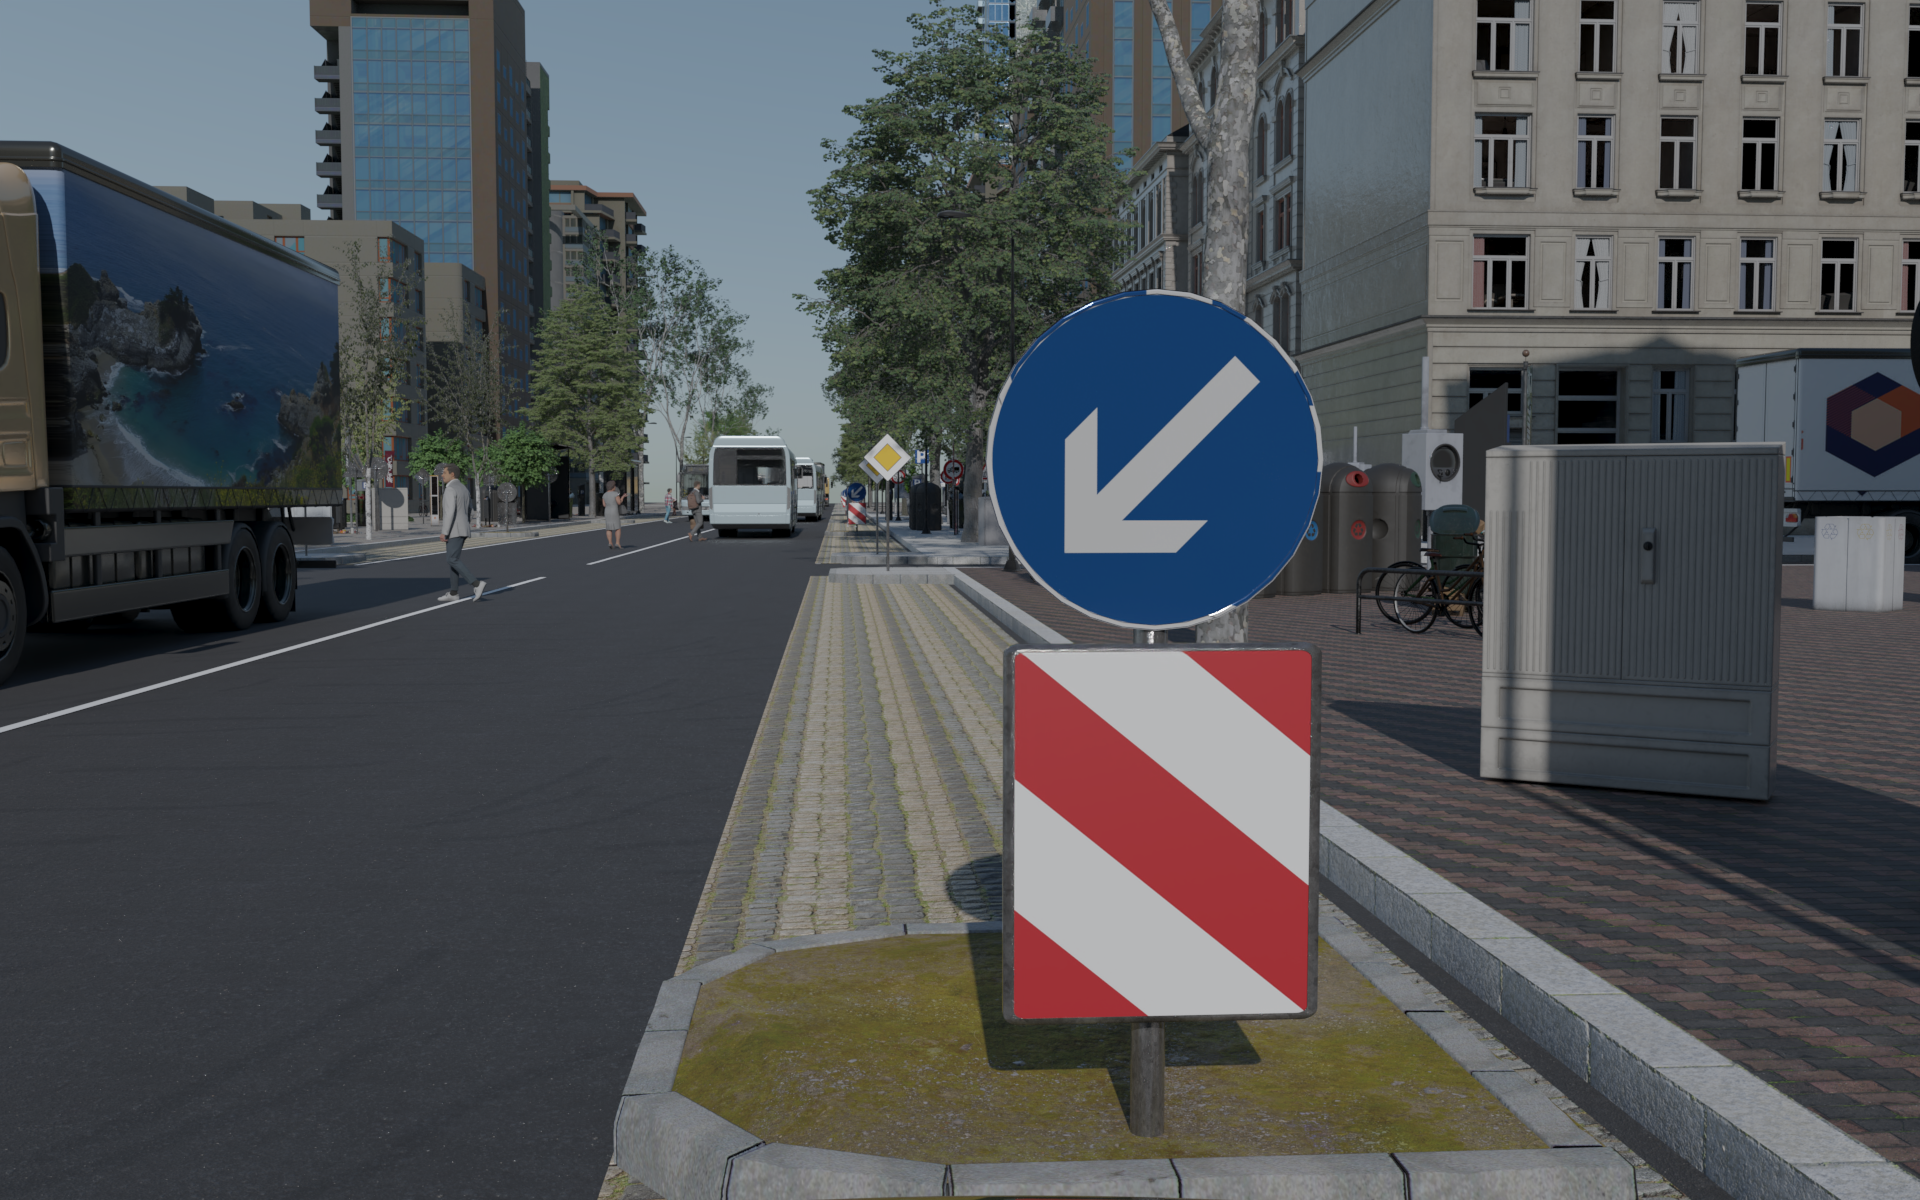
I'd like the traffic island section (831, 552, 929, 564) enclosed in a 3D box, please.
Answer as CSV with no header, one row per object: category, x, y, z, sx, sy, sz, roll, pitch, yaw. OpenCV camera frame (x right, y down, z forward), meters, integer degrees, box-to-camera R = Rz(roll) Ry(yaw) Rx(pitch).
traffic island section,-1.736,-0.888,36.802,2.009,0.180,2.903,0,4,-4

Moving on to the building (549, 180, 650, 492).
building,-55.922,-36.047,243.986,22.147,44.769,28.867,0,4,-4

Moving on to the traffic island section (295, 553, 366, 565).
traffic island section,-13.599,-0.838,35.979,2.009,0.180,2.903,0,4,-4

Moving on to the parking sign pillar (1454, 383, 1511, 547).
parking sign pillar,12.809,-3.304,42.490,1.447,3.967,1.447,3,5,40

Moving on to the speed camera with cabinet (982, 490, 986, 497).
speed camera with cabinet,1.319,-4.441,66.951,2.038,3.252,0.660,3,4,37

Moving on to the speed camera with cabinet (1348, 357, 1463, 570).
speed camera with cabinet,6.163,-1.850,24.583,2.038,3.252,0.660,-2,4,-25

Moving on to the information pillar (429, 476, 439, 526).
information pillar,-20.881,-3.932,68.776,0.304,2.012,0.304,-2,4,-25

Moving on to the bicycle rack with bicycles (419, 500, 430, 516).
bicycle rack with bicycles,-29.583,-5.249,99.207,2.852,0.926,2.925,-2,4,-28

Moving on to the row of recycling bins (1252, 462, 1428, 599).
row of recycling bins,4.580,-0.934,22.385,3.534,1.692,1.069,-2,4,-35

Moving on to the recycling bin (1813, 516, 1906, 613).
recycling bin,9.956,-0.405,19.183,0.722,1.027,0.722,-3,5,-43

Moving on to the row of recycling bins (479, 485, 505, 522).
row of recycling bins,-22.143,-4.552,81.535,1.069,1.692,3.534,-1,4,-23

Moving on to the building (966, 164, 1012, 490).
building,12.196,-34.971,226.395,22.147,44.769,28.867,0,4,-4

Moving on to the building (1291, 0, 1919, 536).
building,27.850,-13.888,60.360,30.059,22.955,16.112,0,4,-4

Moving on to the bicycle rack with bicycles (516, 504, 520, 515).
bicycle rack with bicycles,-22.152,-4.712,90.423,2.925,0.926,2.852,-1,4,-9

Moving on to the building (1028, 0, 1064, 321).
building,17.611,-32.168,145.550,23.786,49.044,30.456,0,4,-4

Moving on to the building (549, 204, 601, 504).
building,-58.842,-32.141,217.391,32.217,40.220,23.993,0,4,-4

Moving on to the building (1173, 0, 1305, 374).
building,19.013,-17.999,81.681,14.401,28.519,23.554,0,4,-4

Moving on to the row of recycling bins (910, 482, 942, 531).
row of recycling bins,-1.288,-3.364,62.109,1.069,1.692,3.534,0,4,-6

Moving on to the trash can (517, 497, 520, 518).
trash can,-23.478,-4.984,93.138,0.748,1.137,0.748,0,3,0

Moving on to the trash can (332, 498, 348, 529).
trash can,-22.679,-3.149,63.143,0.748,1.137,0.748,0,3,0

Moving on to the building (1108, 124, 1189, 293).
building,15.300,-16.787,103.339,11.050,23.489,19.941,0,4,-4

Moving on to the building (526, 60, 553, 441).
building,-45.616,-29.061,158.743,14.154,41.232,14.086,0,4,-4

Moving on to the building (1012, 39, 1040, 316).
building,12.625,-31.656,167.694,14.600,45.320,14.200,0,4,-4

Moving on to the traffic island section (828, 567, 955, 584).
traffic island section,-1.179,-0.401,28.836,2.009,0.180,2.903,0,4,-4

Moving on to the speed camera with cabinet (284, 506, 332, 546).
speed camera with cabinet,-16.516,-2.942,42.436,2.038,3.252,0.660,-3,5,-43

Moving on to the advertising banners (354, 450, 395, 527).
advertising banners,-23.252,-4.446,68.872,0.090,3.025,2.074,2,4,31

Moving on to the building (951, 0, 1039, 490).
building,10.290,-57.631,254.939,22.319,86.520,31.000,0,4,-4

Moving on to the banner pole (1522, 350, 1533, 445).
banner pole,9.773,-2.439,29.889,0.401,3.779,0.863,0,4,8

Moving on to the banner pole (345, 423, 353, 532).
banner pole,-20.945,-4.240,59.343,0.401,3.779,0.863,-2,4,-34

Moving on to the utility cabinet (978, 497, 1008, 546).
utility cabinet,0.941,-1.972,43.397,1.020,1.237,0.306,-3,4,-36

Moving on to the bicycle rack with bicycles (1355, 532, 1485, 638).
bicycle rack with bicycles,4.898,-0.153,15.879,2.852,0.926,2.925,-2,4,-35

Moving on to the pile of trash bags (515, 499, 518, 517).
pile of trash bags,-24.217,-5.393,97.929,1.912,1.369,3.447,-1,4,-14

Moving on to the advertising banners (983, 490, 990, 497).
advertising banners,1.555,-3.776,57.918,2.074,3.025,0.090,3,5,44

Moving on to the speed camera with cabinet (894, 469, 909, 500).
speed camera with cabinet,-2.610,-6.074,93.639,2.038,3.252,0.660,3,4,37

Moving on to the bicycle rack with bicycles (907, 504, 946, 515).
bicycle rack with bicycles,-2.031,-5.659,105.911,2.925,0.926,2.852,-1,4,-10

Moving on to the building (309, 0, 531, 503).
building,-44.282,-30.242,144.560,14.600,45.320,14.200,0,4,-4

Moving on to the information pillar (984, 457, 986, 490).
information pillar,1.251,-5.576,82.522,0.183,3.616,0.504,-1,4,-14

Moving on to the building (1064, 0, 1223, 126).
building,15.097,-28.932,123.148,14.600,45.320,14.200,0,4,-4

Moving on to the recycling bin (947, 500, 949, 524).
recycling bin,-0.096,-3.733,73.595,0.722,1.027,0.722,-1,4,-23

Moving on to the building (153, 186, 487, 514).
building,-50.667,-17.015,123.231,27.650,21.520,28.899,0,4,-4

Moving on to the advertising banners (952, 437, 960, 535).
advertising banners,-0.141,-3.558,54.368,0.090,3.025,2.074,0,4,5

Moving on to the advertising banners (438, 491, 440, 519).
advertising banners,-27.267,-5.771,90.539,0.090,3.025,2.074,-1,4,-18
